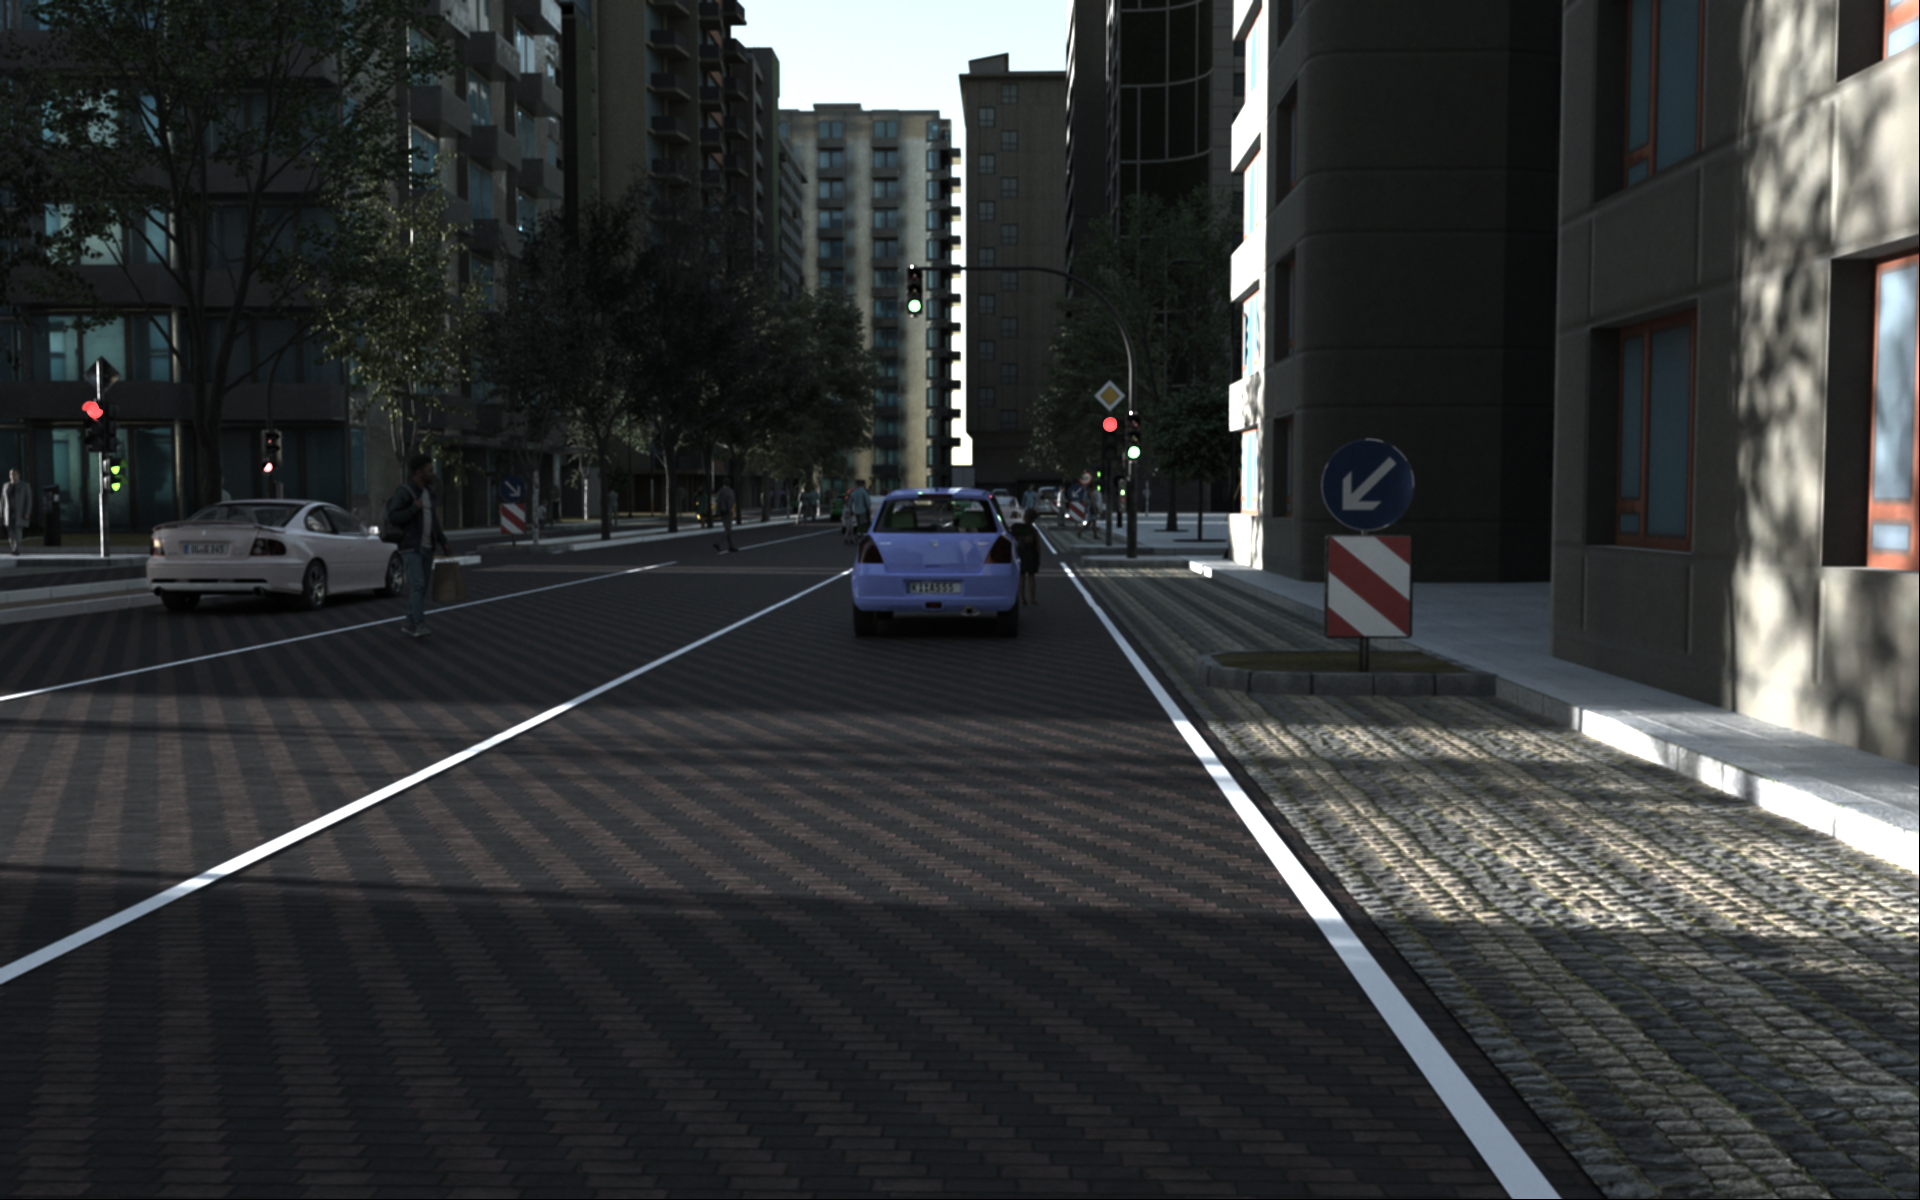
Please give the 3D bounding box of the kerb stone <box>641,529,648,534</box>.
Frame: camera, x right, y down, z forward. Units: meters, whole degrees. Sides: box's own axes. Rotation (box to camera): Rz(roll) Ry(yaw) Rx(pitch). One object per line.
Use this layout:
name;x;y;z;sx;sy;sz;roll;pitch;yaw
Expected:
kerb stone;-11.377;-2.415;61.674;0.120;0.150;1.000;0;4;2

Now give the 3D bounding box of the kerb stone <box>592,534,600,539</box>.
kerb stone;-11.592;-1.976;54.507;0.120;0.150;1.000;0;4;2

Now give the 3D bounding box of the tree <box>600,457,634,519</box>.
tree;-17.851;-5.895;90.983;1.663;3.219;1.824;0;3;0

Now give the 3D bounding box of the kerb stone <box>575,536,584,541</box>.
kerb stone;-11.655;-1.848;52.458;0.120;0.150;1.000;0;4;2

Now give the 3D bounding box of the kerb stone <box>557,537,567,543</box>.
kerb stone;-11.716;-1.726;50.414;0.120;0.150;1.000;0;4;2

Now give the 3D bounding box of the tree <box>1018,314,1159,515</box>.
tree;8.329;-11.675;107.894;9.611;12.733;9.660;0;3;0

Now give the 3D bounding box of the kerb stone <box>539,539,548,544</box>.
kerb stone;-11.768;-1.599;48.370;0.120;0.150;1.000;0;4;2

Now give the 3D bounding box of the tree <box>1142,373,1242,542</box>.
tree;6.445;-3.872;47.029;4.285;4.588;4.351;0;3;0

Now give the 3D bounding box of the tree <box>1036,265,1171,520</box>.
tree;7.406;-10.266;85.980;7.486;12.596;7.792;0;3;0

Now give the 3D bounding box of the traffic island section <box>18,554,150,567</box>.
traffic island section;-17.470;-0.802;35.393;2.009;0.180;2.903;0;4;2

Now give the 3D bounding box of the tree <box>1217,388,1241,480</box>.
tree;18.067;-9.767;110.055;4.737;8.622;4.395;0;3;0

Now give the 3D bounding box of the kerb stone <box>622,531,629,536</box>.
kerb stone;-11.469;-2.227;58.605;0.120;0.150;1.000;0;4;2

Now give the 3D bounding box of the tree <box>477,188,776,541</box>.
tree;-10.458;-7.002;51.360;8.767;10.594;7.601;0;4;2

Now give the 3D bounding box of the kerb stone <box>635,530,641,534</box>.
kerb stone;-11.411;-2.352;60.652;0.120;0.150;1.000;0;4;2

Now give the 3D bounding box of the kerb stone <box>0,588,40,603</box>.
kerb stone;-12.519;-0.061;23.191;0.120;0.150;1.000;0;4;2

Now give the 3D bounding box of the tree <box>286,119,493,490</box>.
tree;-10.805;-4.932;33.452;4.737;8.622;4.395;0;3;0

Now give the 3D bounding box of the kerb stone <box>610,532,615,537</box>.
kerb stone;-11.526;-2.102;56.557;0.120;0.150;1.000;0;4;2

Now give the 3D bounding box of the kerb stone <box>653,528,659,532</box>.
kerb stone;-11.323;-2.540;63.717;0.120;0.150;1.000;0;4;2

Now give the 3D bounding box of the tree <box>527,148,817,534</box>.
tree;-10.229;-9.085;61.367;12.009;13.543;11.850;0;3;0

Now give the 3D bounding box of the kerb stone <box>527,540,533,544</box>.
kerb stone;-11.816;-1.538;47.349;0.120;0.150;1.000;0;4;2

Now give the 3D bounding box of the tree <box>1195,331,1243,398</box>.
tree;13.643;-8.349;70.917;7.601;10.594;8.767;2;4;33

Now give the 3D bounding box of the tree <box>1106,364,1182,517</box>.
tree;10.644;-8.919;96.182;4.360;8.622;3.978;0;3;0

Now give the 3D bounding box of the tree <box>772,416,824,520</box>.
tree;-9.341;-8.639;94.065;4.737;8.622;4.395;0;3;0

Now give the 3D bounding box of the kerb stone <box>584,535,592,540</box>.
kerb stone;-11.628;-1.910;53.486;0.120;0.150;1.000;0;4;2

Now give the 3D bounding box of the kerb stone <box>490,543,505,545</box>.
kerb stone;-11.898;-1.349;44.259;0.120;0.150;1.000;0;4;2

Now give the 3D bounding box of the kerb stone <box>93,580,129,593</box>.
kerb stone;-12.459;-0.183;25.242;0.120;0.150;1.000;0;4;2

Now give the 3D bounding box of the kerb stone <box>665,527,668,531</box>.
kerb stone;-11.262;-2.661;65.780;0.120;0.150;1.000;0;4;2

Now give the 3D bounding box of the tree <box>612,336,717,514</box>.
tree;-18.478;-11.294;110.419;9.928;11.665;9.643;0;3;0

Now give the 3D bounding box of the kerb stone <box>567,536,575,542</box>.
kerb stone;-11.683;-1.788;51.436;0.120;0.150;1.000;0;4;2

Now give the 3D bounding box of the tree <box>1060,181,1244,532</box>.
tree;7.199;-8.141;58.860;9.928;11.665;9.643;0;3;0

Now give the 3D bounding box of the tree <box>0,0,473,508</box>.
tree;-11.307;-5.978;25.953;9.928;11.665;9.643;0;3;0

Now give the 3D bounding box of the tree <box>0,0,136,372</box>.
tree;-11.376;-4.036;18.814;4.360;8.622;3.978;0;3;0

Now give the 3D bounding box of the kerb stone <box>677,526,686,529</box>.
kerb stone;-11.166;-2.854;68.852;0.120;0.150;1.000;0;4;2

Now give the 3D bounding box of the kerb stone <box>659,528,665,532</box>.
kerb stone;-11.289;-2.602;64.739;0.120;0.150;1.000;0;4;2

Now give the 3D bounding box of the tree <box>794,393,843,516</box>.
tree;-9.030;-9.655;110.682;4.360;8.622;3.978;0;3;0

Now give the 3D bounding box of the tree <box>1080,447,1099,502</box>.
tree;8.491;-10.282;118.472;4.360;8.622;3.978;0;3;0

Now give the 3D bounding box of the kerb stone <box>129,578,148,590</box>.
kerb stone;-12.421;-0.246;26.266;0.120;0.150;1.000;0;4;2

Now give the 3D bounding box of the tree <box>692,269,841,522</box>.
tree;-9.879;-10.191;87.208;7.486;12.596;7.792;0;3;0

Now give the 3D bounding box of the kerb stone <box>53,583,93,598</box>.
kerb stone;-12.483;-0.123;24.212;0.120;0.150;1.000;0;4;2

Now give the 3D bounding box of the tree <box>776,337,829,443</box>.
tree;-10.258;-8.225;71.349;8.767;10.594;7.601;0;4;2

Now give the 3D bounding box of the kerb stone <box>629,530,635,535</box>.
kerb stone;-11.442;-2.290;59.630;0.120;0.150;1.000;0;4;2

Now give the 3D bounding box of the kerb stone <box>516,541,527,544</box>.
kerb stone;-11.835;-1.475;46.312;0.120;0.150;1.000;0;4;2

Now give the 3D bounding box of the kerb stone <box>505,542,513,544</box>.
kerb stone;-11.868;-1.412;45.290;0.120;0.150;1.000;0;4;2

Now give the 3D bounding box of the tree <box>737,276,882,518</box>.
tree;-8.950;-11.776;101.651;9.857;13.997;8.962;0;3;0

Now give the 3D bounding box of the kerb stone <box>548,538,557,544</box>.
kerb stone;-11.743;-1.661;49.392;0.120;0.150;1.000;0;4;2

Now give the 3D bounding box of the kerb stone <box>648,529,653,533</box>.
kerb stone;-11.352;-2.469;62.696;0.120;0.150;1.000;0;4;2

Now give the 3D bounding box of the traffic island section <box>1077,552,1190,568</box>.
traffic island section;3.462;-0.764;34.772;2.009;0.180;2.903;0;4;2

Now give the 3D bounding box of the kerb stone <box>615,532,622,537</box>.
kerb stone;-11.502;-2.162;57.579;0.120;0.150;1.000;0;4;2

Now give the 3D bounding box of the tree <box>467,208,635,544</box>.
tree;-10.899;-5.604;44.447;4.360;8.622;3.978;0;3;0

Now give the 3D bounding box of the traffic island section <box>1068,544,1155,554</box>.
traffic island section;3.698;-1.252;42.753;2.009;0.180;2.903;0;4;2
